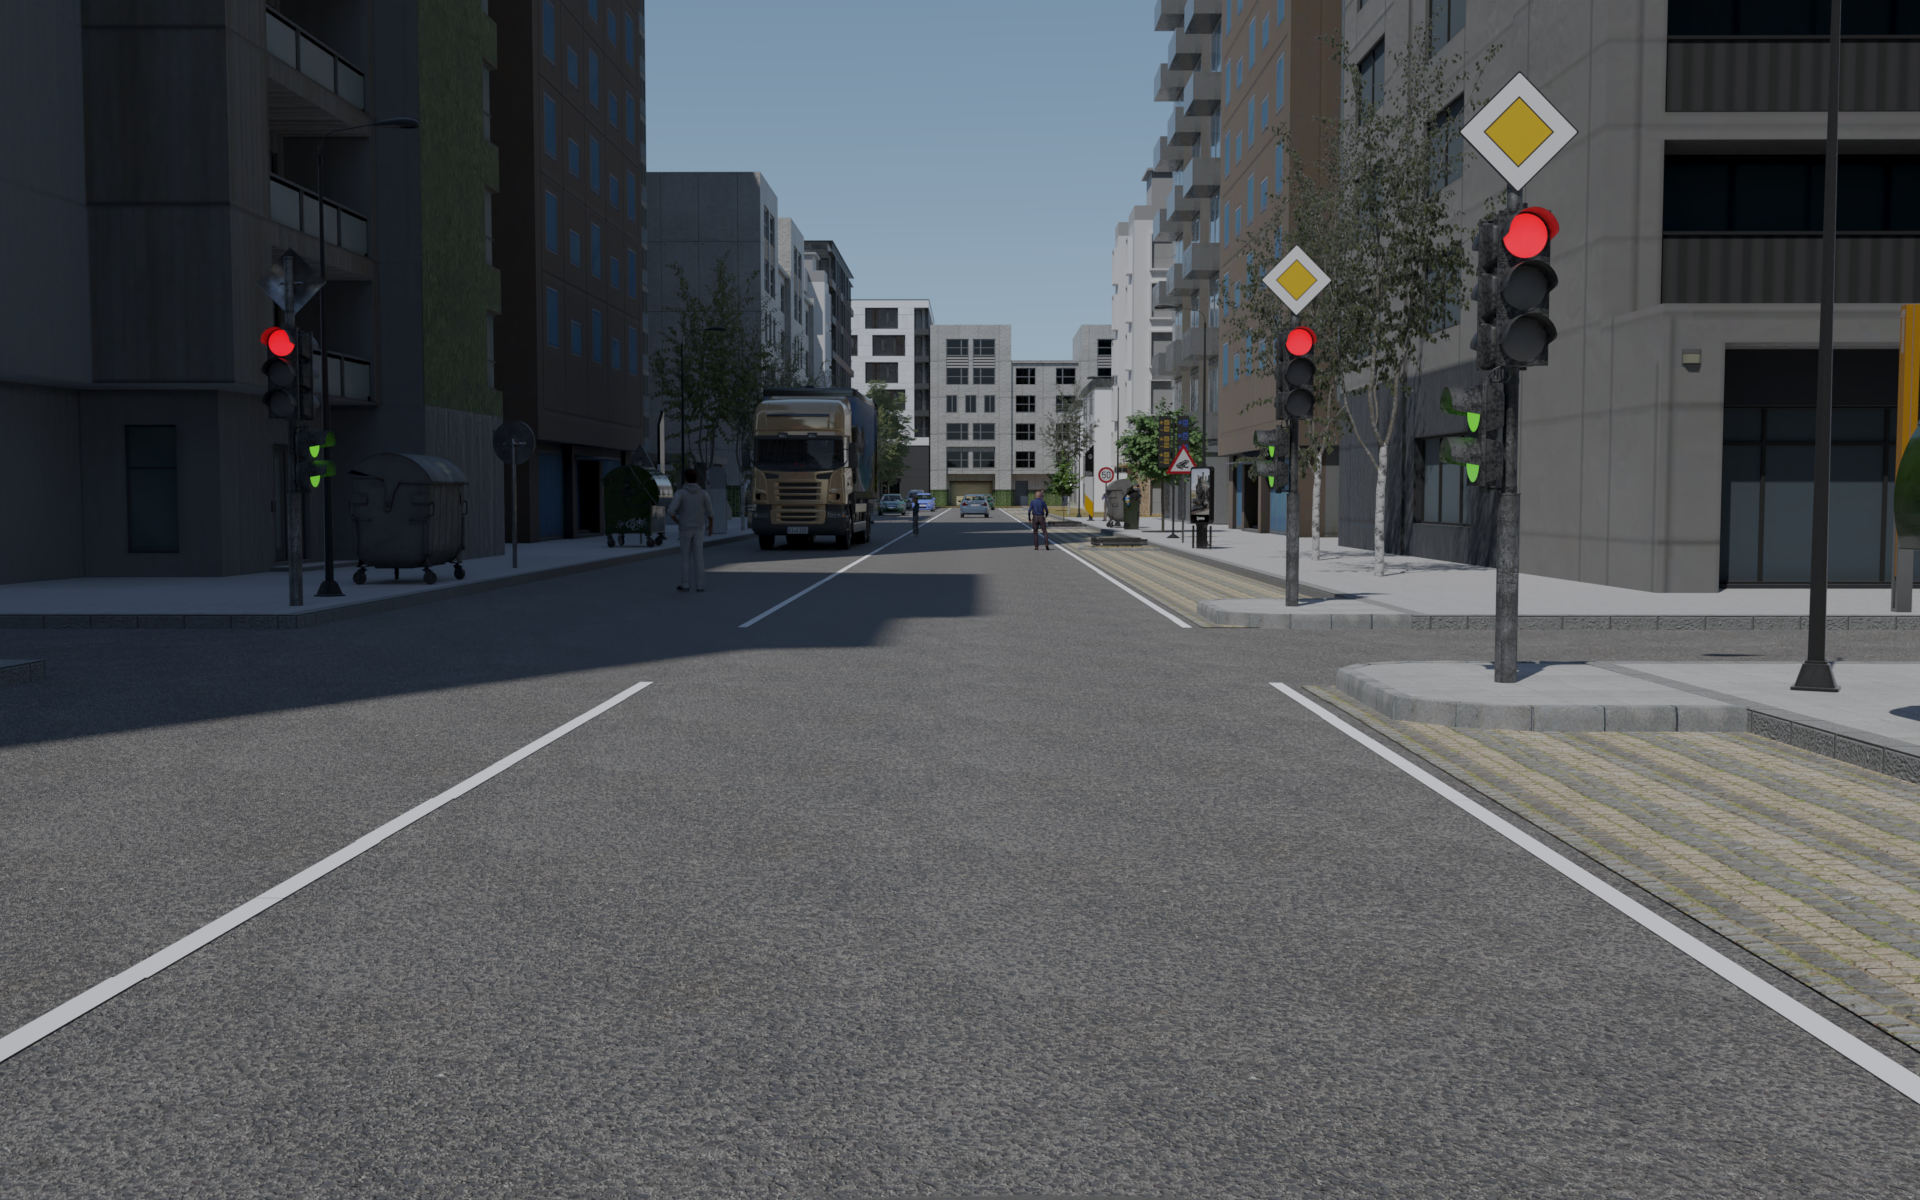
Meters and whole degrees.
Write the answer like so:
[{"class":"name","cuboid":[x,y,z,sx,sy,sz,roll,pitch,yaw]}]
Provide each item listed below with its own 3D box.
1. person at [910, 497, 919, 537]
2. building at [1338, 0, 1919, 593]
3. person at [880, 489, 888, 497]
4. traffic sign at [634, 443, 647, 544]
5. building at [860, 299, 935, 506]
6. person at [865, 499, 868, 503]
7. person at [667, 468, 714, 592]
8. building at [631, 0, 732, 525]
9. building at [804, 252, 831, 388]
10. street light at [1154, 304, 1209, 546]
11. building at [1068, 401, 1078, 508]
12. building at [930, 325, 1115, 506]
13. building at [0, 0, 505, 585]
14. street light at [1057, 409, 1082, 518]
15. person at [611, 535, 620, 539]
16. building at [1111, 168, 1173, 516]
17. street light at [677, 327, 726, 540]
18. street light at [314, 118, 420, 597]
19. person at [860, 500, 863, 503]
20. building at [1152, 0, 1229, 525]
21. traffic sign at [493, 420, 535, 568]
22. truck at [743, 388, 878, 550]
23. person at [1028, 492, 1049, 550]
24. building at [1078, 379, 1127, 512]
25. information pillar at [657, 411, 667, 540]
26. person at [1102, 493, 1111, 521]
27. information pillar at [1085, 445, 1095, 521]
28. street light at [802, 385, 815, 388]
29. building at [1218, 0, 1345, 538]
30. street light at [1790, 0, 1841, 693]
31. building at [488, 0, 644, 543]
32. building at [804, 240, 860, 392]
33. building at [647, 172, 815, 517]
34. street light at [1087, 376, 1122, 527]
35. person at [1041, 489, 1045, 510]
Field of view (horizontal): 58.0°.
[{"class":"person","cuboid":[-1.525,-2.795,58.109,0.340,1.345,0.435,0,4,-6]},{"class":"building","cuboid":[19.420,-36.214,30.351,20.611,71.187,20.563,0,4,1]},{"class":"person","cuboid":[-7.251,-9.899,168.420,1.217,1.766,0.721,0,4,7]},{"class":"traffic sign","cuboid":[-8.215,-2.724,44.539,0.884,2.594,0.081,1,4,9]},{"class":"building","cuboid":[-19.413,-21.514,195.722,32.646,21.610,27.936,0,4,1]},{"class":"person","cuboid":[-5.661,-5.785,104.002,0.530,1.710,0.541,-1,4,-11]},{"class":"person","cuboid":[-3.939,-1.029,25.480,0.875,1.805,0.789,-2,4,-25]},{"class":"building","cuboid":[-27.460,-23.599,77.733,32.217,40.220,23.993,0,4,1]},{"class":"building","cuboid":[-17.847,-16.947,133.508,16.016,20.091,11.380,0,4,1]},{"class":"street light","cuboid":[5.450,-4.279,42.498,1.470,5.913,1.316,0,4,1]},{"class":"building","cuboid":[14.932,-12.983,154.415,9.099,9.664,28.070,0,4,1]},{"class":"building","cuboid":[12.731,-19.737,189.160,31.486,18.905,16.747,0,4,1]},{"class":"building","cuboid":[-16.664,-21.092,28.452,14.154,41.232,14.086,0,4,1]},{"class":"street light","cuboid":[5.957,-7.449,94.334,1.470,5.913,1.316,0,4,1]},{"class":"person","cuboid":[-9.527,-2.346,47.586,0.799,1.438,0.628,1,4,21]},{"class":"building","cuboid":[17.475,-15.276,106.180,16.016,20.091,11.380,0,4,1]},{"class":"street light","cuboid":[-7.179,-4.628,48.203,1.470,5.913,1.316,0,4,1]},{"class":"street light","cuboid":[-7.371,-2.997,21.549,1.470,5.913,1.316,0,4,1]},{"class":"person","cuboid":[-4.232,-3.814,72.317,0.517,1.644,0.566,3,4,38]},{"class":"building","cuboid":[20.762,-28.085,78.802,23.786,49.044,30.456,0,4,1]},{"class":"traffic sign","cuboid":[-7.715,-1.825,29.945,0.768,2.556,0.104,0,4,8]},{"class":"truck","cuboid":[-3.920,-3.617,48.059,2.839,4.237,11.283,0,4,1]},{"class":"person","cuboid":[2.084,-2.024,44.289,0.574,1.496,0.600,2,4,25]},{"class":"building","cuboid":[14.212,-11.258,126.219,9.099,9.664,28.070,0,4,1]},{"class":"information pillar","cuboid":[-8.374,-3.498,48.548,0.183,3.616,0.504,0,4,4]},{"class":"person","cuboid":[6.920,-4.485,81.431,0.516,1.574,0.319,2,4,30]},{"class":"information pillar","cuboid":[6.187,-5.586,82.678,0.504,3.616,0.183,3,5,41]},{"class":"street light","cuboid":[-6.891,-6.205,74.000,1.470,5.913,1.316,0,4,1]},{"class":"building","cuboid":[16.454,-24.837,56.202,14.600,45.320,14.200,0,4,1]},{"class":"street light","cuboid":[5.075,-2.364,11.200,1.470,5.913,1.316,0,4,1]},{"class":"building","cuboid":[-17.668,-24.485,50.439,14.600,45.320,14.200,0,4,1]},{"class":"building","cuboid":[-26.392,-18.942,153.677,32.646,21.610,27.936,0,4,1]},{"class":"building","cuboid":[-19.163,-14.963,111.106,16.747,18.905,31.486,0,4,1]},{"class":"street light","cuboid":[5.685,-5.857,68.295,1.470,5.913,1.316,0,4,1]},{"class":"person","cuboid":[6.553,-8.051,138.596,0.530,1.710,0.541,0,4,5]}]
